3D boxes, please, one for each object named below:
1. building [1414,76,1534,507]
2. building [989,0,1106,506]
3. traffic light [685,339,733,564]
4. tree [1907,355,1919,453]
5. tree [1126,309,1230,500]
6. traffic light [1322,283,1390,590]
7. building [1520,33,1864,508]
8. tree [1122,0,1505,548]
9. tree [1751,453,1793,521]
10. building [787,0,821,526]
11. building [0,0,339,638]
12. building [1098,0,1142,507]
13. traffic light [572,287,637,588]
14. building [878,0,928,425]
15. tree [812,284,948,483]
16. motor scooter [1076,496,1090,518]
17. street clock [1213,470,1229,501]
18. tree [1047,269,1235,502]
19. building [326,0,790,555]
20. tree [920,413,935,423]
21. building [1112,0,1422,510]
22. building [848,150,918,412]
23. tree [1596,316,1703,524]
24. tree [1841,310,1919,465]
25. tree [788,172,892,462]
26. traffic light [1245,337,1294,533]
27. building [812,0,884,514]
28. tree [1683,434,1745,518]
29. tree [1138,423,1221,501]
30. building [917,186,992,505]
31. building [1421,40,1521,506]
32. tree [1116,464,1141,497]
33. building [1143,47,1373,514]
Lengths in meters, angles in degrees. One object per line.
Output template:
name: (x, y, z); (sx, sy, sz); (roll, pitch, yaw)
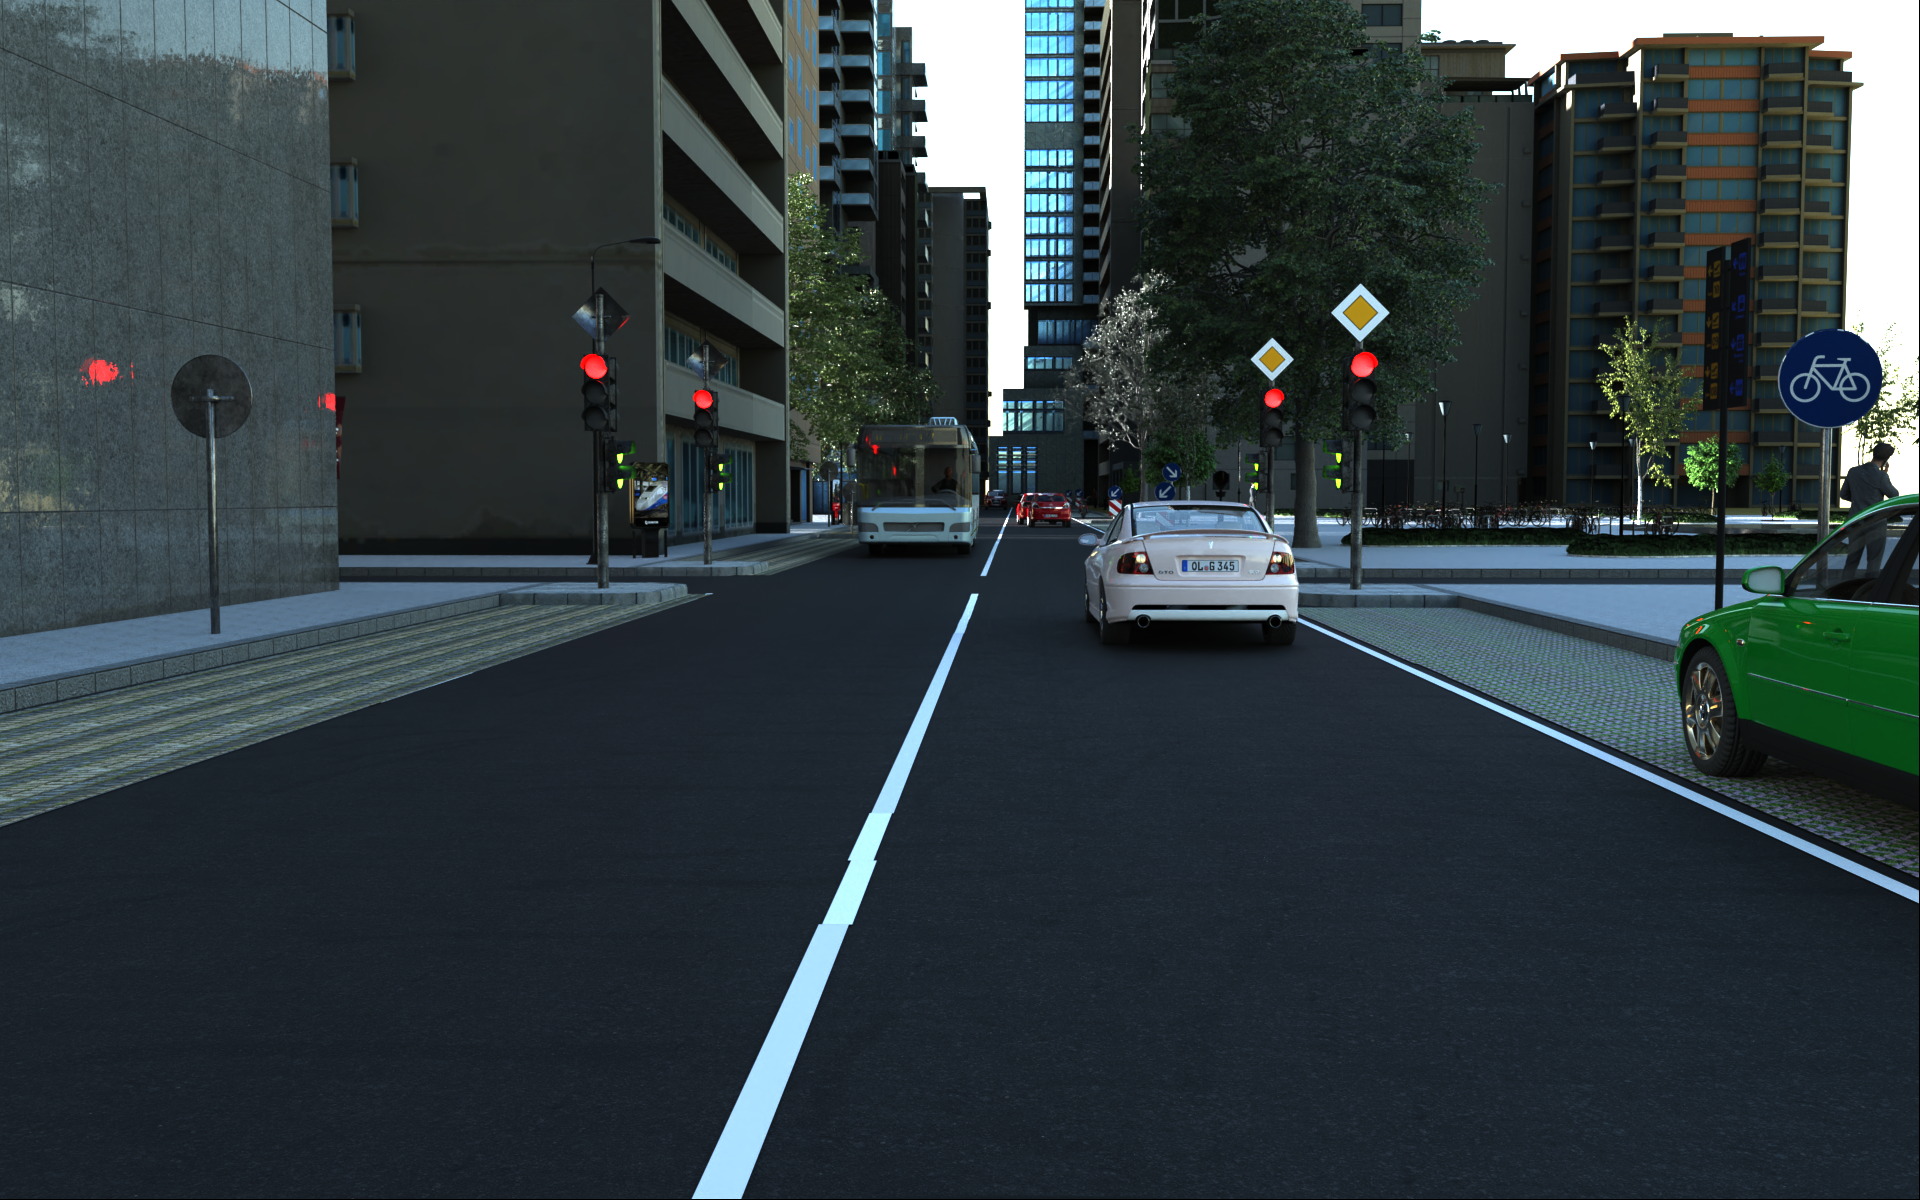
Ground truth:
building: (48.028, -29.931, 172.963); (14.086, 41.232, 14.154); (0, 4, 2)
building: (19.045, -54.245, 199.582); (31.000, 86.520, 22.319); (0, 4, 2)
traffic light: (-4.583, -2.604, 31.496); (0.839, 4.253, 0.868); (0, 4, 2)
tree: (8.094, -1.121, 12.935); (1.663, 3.219, 1.824); (0, 3, 0)
tree: (8.651, -7.142, 67.138); (4.360, 8.622, 3.978); (0, 3, 0)
traffic light: (5.306, -2.096, 23.194); (0.839, 4.253, 0.868); (0, 4, 2)
building: (70.422, -31.376, 167.625); (28.867, 44.769, 22.147); (0, 4, 2)
tree: (8.297, -8.217, 41.011); (9.857, 13.997, 8.962); (0, 3, 0)
tree: (38.271, -5.334, 81.808); (1.663, 3.219, 1.824); (0, 3, 0)
building: (-13.518, -25.766, 71.385); (14.600, 45.320, 14.200); (0, 4, 2)
building: (-18.435, -12.155, 16.755); (19.932, 24.808, 12.078); (0, 4, 2)
building: (23.545, -32.442, 154.132); (21.300, 48.544, 21.600); (0, 4, 2)
traffic light: (-4.850, -2.116, 23.516); (0.839, 4.253, 0.868); (0, 4, 2)
building: (-18.565, -33.636, 169.551); (30.456, 49.044, 23.786); (0, 4, 2)
tree: (-5.380, -10.797, 93.545); (9.611, 12.733, 9.660); (0, 3, 0)
motor scooter: (7.285, -5.477, 102.324); (0.815, 1.314, 1.986); (0, 4, 3)
street clock: (8.019, -2.978, 53.266); (0.471, 2.002, 0.358); (0, 4, 4)
tree: (9.938, -11.156, 92.769); (12.009, 13.543, 11.850); (0, 3, 0)
building: (-16.596, -25.799, 45.523); (21.300, 48.544, 21.600); (0, 4, 2)
tree: (-3.160, -12.545, 155.469); (4.360, 8.622, 3.978); (0, 3, 0)
building: (22.617, -42.455, 132.394); (20.563, 71.187, 20.611); (0, 4, 2)
building: (-10.908, -22.869, 145.607); (14.160, 30.474, 14.107); (0, 4, 2)
tree: (28.397, -7.412, 71.548); (4.737, 8.622, 4.395); (0, 3, 0)
tree: (36.701, -7.302, 69.747); (4.737, 8.622, 4.395); (0, 3, 0)
tree: (-6.271, -8.735, 60.938); (7.486, 12.596, 7.792); (0, 3, 0)
traffic light: (5.573, -2.584, 31.174); (0.839, 4.253, 0.868); (0, 4, 2)
building: (-15.929, -49.472, 121.539); (22.319, 86.520, 31.000); (0, 4, 2)
tree: (41.238, -6.800, 94.892); (4.285, 4.588, 4.351); (0, 3, 0)
tree: (9.337, -5.486, 73.414); (4.285, 4.588, 4.351); (0, 3, 0)
building: (-8.258, -31.521, 207.253); (23.993, 40.220, 32.217); (0, 4, 2)
building: (49.003, -37.556, 203.276); (27.495, 52.752, 28.713); (0, 4, 2)
tree: (10.784, -7.032, 109.579); (1.663, 3.219, 1.824); (0, 3, 0)
building: (19.218, -21.061, 116.049); (14.160, 30.474, 14.107); (0, 4, 2)
